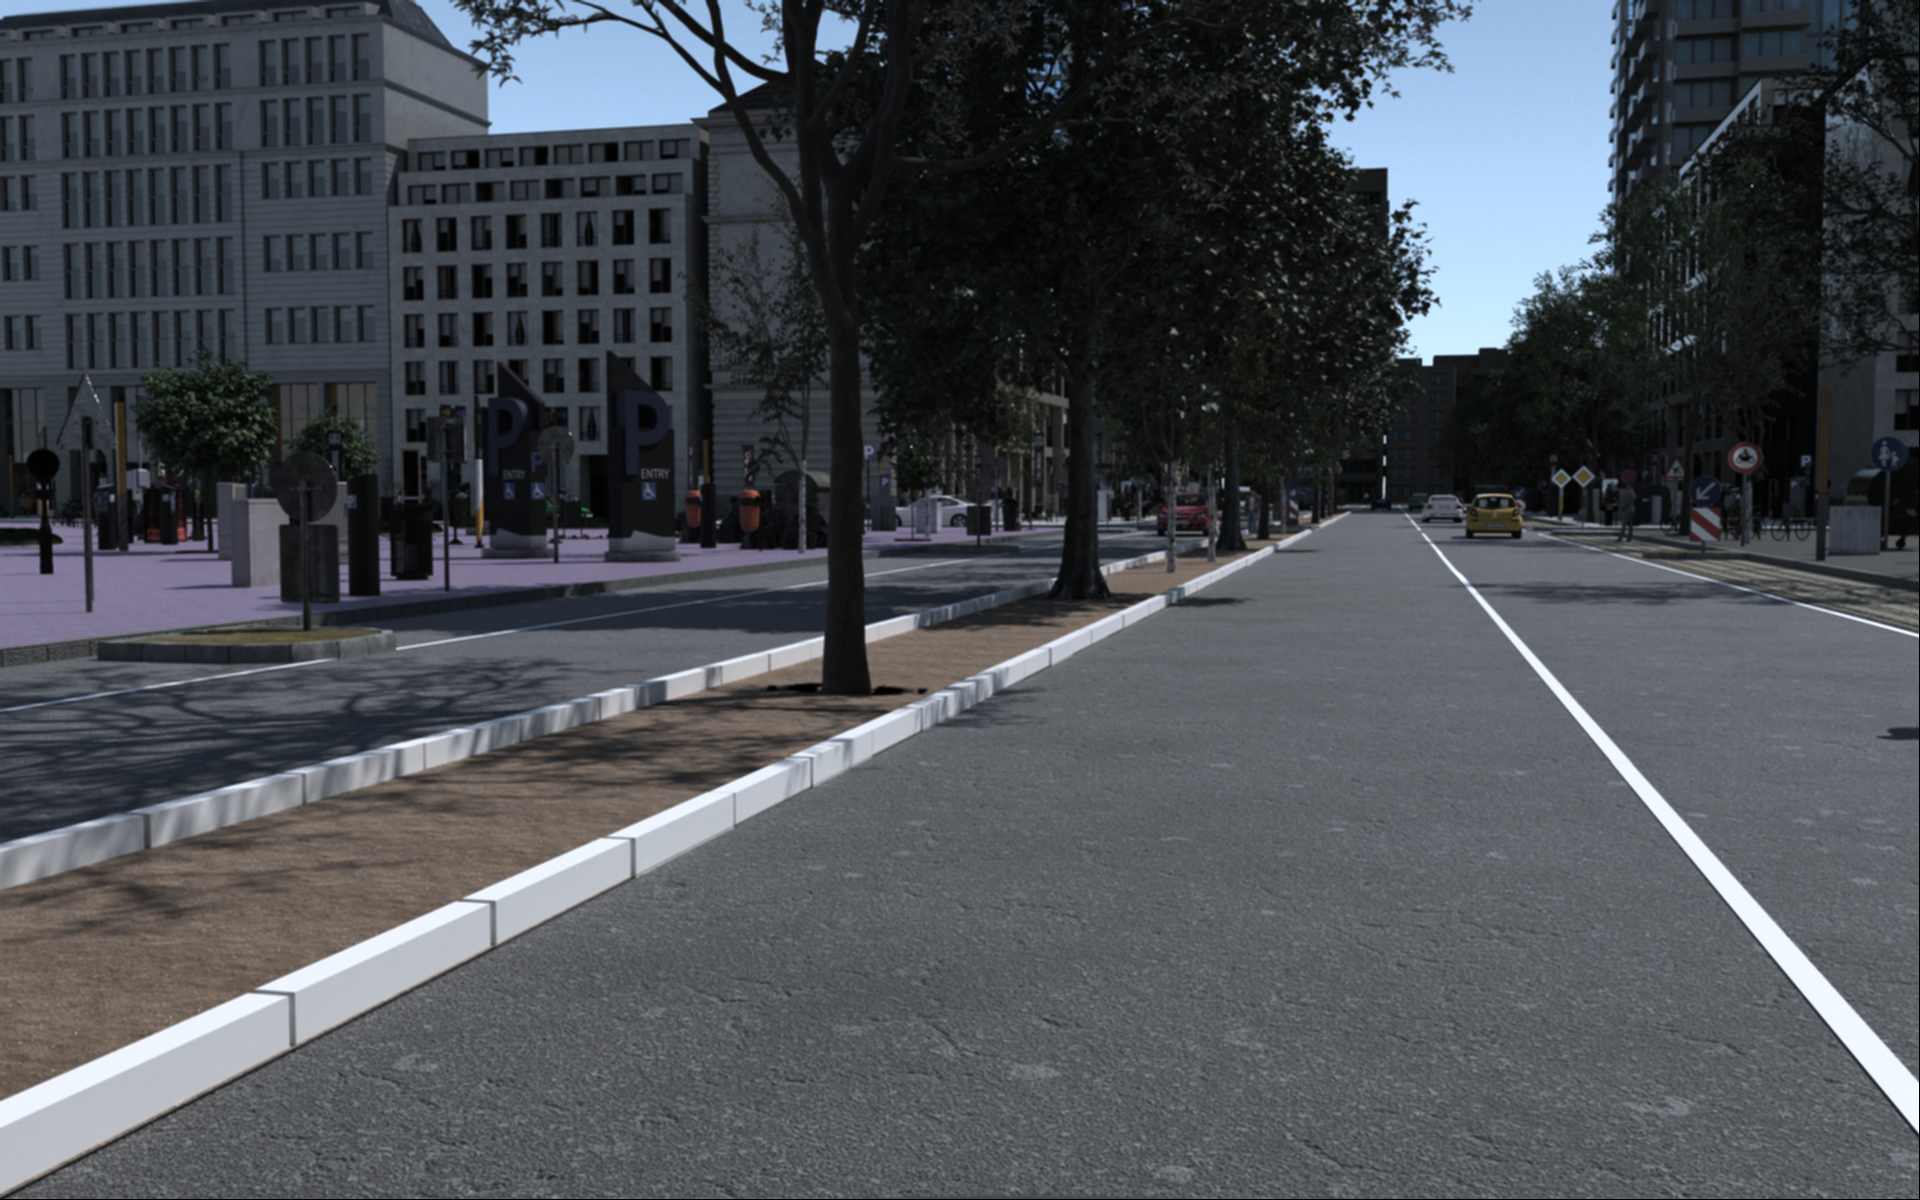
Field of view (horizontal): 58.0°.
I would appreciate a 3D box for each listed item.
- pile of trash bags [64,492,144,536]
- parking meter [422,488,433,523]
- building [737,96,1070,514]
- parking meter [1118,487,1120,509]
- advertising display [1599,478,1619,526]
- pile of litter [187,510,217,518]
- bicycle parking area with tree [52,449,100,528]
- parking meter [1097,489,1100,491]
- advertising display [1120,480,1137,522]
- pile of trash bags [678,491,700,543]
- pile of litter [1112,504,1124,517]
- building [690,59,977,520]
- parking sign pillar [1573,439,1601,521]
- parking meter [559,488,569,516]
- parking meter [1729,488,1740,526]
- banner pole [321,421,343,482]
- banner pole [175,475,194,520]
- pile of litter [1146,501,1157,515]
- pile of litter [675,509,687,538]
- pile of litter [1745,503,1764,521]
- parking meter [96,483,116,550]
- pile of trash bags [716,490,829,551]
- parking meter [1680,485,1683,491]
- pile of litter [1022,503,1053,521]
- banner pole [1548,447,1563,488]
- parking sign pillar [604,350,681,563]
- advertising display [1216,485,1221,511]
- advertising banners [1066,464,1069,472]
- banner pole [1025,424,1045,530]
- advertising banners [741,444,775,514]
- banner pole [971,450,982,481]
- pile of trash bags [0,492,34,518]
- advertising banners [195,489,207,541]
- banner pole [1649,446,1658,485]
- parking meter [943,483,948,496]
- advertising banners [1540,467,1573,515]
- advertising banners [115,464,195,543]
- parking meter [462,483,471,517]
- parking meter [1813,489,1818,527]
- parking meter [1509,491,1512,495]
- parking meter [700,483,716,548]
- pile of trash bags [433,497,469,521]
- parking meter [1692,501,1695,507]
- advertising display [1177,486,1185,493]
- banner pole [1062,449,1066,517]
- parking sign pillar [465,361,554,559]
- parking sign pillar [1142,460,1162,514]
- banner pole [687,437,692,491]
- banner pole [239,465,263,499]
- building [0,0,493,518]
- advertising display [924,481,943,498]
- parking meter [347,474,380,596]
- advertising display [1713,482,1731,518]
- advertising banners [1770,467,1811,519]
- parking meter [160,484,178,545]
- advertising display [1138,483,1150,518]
[{"bbox_3d":[-25.732,-2.672,53.433,1.912,1.369,3.447,0,4,-1],"label":"pile of trash bags"},{"bbox_3d":[-20.714,-3.608,67.397,0.372,1.533,0.369,0,3,0],"label":"parking meter"},{"bbox_3d":[-3.102,-19.513,123.550,19.350,26.468,34.151,1,4,14],"label":"building"},{"bbox_3d":[13.691,-8.703,148.000,0.255,1.863,0.399,3,4,37],"label":"parking meter"},{"bbox_3d":[25.895,-3.908,69.116,0.974,1.923,0.123,-2,4,-28],"label":"advertising display"},{"bbox_3d":[-41.247,-4.890,93.921,1.719,0.858,1.176,1,4,11],"label":"pile of litter"},{"bbox_3d":[-36.092,-4.875,66.715,8.231,4.147,9.016,-1,4,-18],"label":"bicycle parking area with tree"},{"bbox_3d":[6.907,-4.674,84.828,0.372,1.533,0.369,0,3,0],"label":"parking meter"},{"bbox_3d":[7.809,-4.630,80.909,0.123,1.923,0.974,-2,4,-28],"label":"advertising display"},{"bbox_3d":[-6.463,-2.165,45.145,1.912,1.369,3.447,1,4,9],"label":"pile of trash bags"},{"bbox_3d":[8.790,-5.022,96.071,1.176,0.858,1.719,0,4,-3],"label":"pile of litter"},{"bbox_3d":[-5.802,-16.319,95.700,11.050,23.489,19.941,1,4,14],"label":"building"},{"bbox_3d":[30.487,-5.834,83.864,1.447,3.967,1.447,0,4,-8],"label":"parking sign pillar"},{"bbox_3d":[-16.098,-3.792,70.418,0.372,1.533,0.369,0,3,0],"label":"parking meter"},{"bbox_3d":[30.766,-3.692,68.776,0.372,1.533,0.369,0,3,0],"label":"parking meter"},{"bbox_3d":[-21.595,-4.248,59.469,0.863,3.779,0.401,0,4,-1],"label":"banner pole"},{"bbox_3d":[-38.167,-5.845,85.585,0.863,3.779,0.401,1,4,15],"label":"banner pole"},{"bbox_3d":[11.540,-5.654,106.405,1.176,0.858,1.719,-2,4,-33],"label":"pile of litter"},{"bbox_3d":[-8.390,-2.275,51.167,1.176,0.858,1.719,2,4,30],"label":"pile of litter"},{"bbox_3d":[38.199,-4.247,83.407,1.176,0.858,1.719,3,4,39],"label":"pile of litter"},{"bbox_3d":[-19.603,-1.918,39.777,0.372,1.533,0.369,0,3,0],"label":"parking meter"},{"bbox_3d":[-4.275,-1.865,40.243,1.912,1.369,3.447,1,4,17],"label":"pile of trash bags"},{"bbox_3d":[45.252,-6.280,108.383,0.255,1.863,0.399,0,4,5],"label":"parking meter"},{"bbox_3d":[3.723,-4.297,84.224,1.176,0.858,1.719,-3,5,-40],"label":"pile of litter"},{"bbox_3d":[31.707,-6.244,92.107,0.863,3.779,0.401,2,4,28],"label":"banner pole"},{"bbox_3d":[-6.072,-2.725,33.023,1.447,3.967,1.447,3,5,40],"label":"parking sign pillar"},{"bbox_3d":[19.149,-7.528,128.299,0.123,1.923,0.974,-1,4,-10],"label":"advertising display"},{"bbox_3d":[6.142,-5.506,86.215,2.074,3.025,0.090,2,4,35],"label":"advertising banners"},{"bbox_3d":[2.701,-4.392,61.827,0.863,3.779,0.401,-3,5,-39],"label":"banner pole"},{"bbox_3d":[-6.906,-4.013,61.796,2.074,3.025,0.090,-3,4,-38],"label":"advertising banners"},{"bbox_3d":[0.881,-6.587,97.716,0.863,3.779,0.401,-2,4,-26],"label":"banner pole"},{"bbox_3d":[-52.121,-5.146,93.896,3.447,1.369,1.912,-2,4,-32],"label":"pile of trash bags"},{"bbox_3d":[-20.940,-3.077,46.503,0.090,3.025,2.074,1,4,12],"label":"advertising banners"},{"bbox_3d":[36.235,-6.154,90.640,0.401,3.779,0.863,-1,4,-15],"label":"banner pole"},{"bbox_3d":[-0.857,-5.214,90.962,0.399,1.863,0.255,3,5,44],"label":"parking meter"},{"bbox_3d":[37.284,-6.858,108.312,2.074,3.025,0.090,0,4,-1],"label":"advertising banners"},{"bbox_3d":[-21.101,-2.996,45.165,2.074,3.025,0.090,0,4,1],"label":"advertising banners"},{"bbox_3d":[-25.232,-5.060,88.447,0.255,1.863,0.399,3,4,38],"label":"parking meter"},{"bbox_3d":[33.652,-3.635,67.851,0.372,1.533,0.369,0,3,0],"label":"parking meter"},{"bbox_3d":[42.010,-7.554,131.926,0.372,1.533,0.369,0,3,0],"label":"parking meter"},{"bbox_3d":[-5.990,-2.005,41.188,0.372,1.533,0.369,0,3,0],"label":"parking meter"},{"bbox_3d":[-23.819,-4.455,82.585,3.447,1.369,1.912,0,4,8],"label":"pile of trash bags"},{"bbox_3d":[36.569,-4.782,86.592,0.372,1.533,0.369,0,3,0],"label":"parking meter"},{"bbox_3d":[18.449,-8.553,145.048,0.974,1.923,0.123,2,4,24],"label":"advertising display"},{"bbox_3d":[5.732,-6.453,95.522,0.401,3.779,0.863,1,4,15],"label":"banner pole"},{"bbox_3d":[-8.905,-2.833,34.797,1.447,3.967,1.447,3,4,37],"label":"parking sign pillar"},{"bbox_3d":[12.110,-7.425,109.869,1.447,3.967,1.447,0,4,-6],"label":"parking sign pillar"},{"bbox_3d":[-11.827,-5.257,75.964,0.401,3.779,0.863,0,4,3],"label":"banner pole"},{"bbox_3d":[-20.672,-3.708,50.649,0.863,3.779,0.401,-3,5,-39],"label":"banner pole"},{"bbox_3d":[-43.401,-19.765,100.646,29.804,29.767,11.434,1,4,14],"label":"building"},{"bbox_3d":[-1.244,-4.669,81.558,0.974,1.923,0.123,-2,4,-25],"label":"advertising display"},{"bbox_3d":[-7.535,-0.823,21.875,0.372,1.533,0.369,0,3,0],"label":"parking meter"},{"bbox_3d":[41.479,-5.448,94.288,0.974,1.923,0.123,0,4,-5],"label":"advertising display"},{"bbox_3d":[42.272,-5.618,88.038,2.074,3.025,0.090,0,4,3],"label":"advertising banners"},{"bbox_3d":[-20.027,-2.168,43.855,0.372,1.533,0.369,0,3,0],"label":"parking meter"},{"bbox_3d":[9.835,-5.370,93.019,0.974,1.923,0.123,-3,4,-38],"label":"advertising display"}]
